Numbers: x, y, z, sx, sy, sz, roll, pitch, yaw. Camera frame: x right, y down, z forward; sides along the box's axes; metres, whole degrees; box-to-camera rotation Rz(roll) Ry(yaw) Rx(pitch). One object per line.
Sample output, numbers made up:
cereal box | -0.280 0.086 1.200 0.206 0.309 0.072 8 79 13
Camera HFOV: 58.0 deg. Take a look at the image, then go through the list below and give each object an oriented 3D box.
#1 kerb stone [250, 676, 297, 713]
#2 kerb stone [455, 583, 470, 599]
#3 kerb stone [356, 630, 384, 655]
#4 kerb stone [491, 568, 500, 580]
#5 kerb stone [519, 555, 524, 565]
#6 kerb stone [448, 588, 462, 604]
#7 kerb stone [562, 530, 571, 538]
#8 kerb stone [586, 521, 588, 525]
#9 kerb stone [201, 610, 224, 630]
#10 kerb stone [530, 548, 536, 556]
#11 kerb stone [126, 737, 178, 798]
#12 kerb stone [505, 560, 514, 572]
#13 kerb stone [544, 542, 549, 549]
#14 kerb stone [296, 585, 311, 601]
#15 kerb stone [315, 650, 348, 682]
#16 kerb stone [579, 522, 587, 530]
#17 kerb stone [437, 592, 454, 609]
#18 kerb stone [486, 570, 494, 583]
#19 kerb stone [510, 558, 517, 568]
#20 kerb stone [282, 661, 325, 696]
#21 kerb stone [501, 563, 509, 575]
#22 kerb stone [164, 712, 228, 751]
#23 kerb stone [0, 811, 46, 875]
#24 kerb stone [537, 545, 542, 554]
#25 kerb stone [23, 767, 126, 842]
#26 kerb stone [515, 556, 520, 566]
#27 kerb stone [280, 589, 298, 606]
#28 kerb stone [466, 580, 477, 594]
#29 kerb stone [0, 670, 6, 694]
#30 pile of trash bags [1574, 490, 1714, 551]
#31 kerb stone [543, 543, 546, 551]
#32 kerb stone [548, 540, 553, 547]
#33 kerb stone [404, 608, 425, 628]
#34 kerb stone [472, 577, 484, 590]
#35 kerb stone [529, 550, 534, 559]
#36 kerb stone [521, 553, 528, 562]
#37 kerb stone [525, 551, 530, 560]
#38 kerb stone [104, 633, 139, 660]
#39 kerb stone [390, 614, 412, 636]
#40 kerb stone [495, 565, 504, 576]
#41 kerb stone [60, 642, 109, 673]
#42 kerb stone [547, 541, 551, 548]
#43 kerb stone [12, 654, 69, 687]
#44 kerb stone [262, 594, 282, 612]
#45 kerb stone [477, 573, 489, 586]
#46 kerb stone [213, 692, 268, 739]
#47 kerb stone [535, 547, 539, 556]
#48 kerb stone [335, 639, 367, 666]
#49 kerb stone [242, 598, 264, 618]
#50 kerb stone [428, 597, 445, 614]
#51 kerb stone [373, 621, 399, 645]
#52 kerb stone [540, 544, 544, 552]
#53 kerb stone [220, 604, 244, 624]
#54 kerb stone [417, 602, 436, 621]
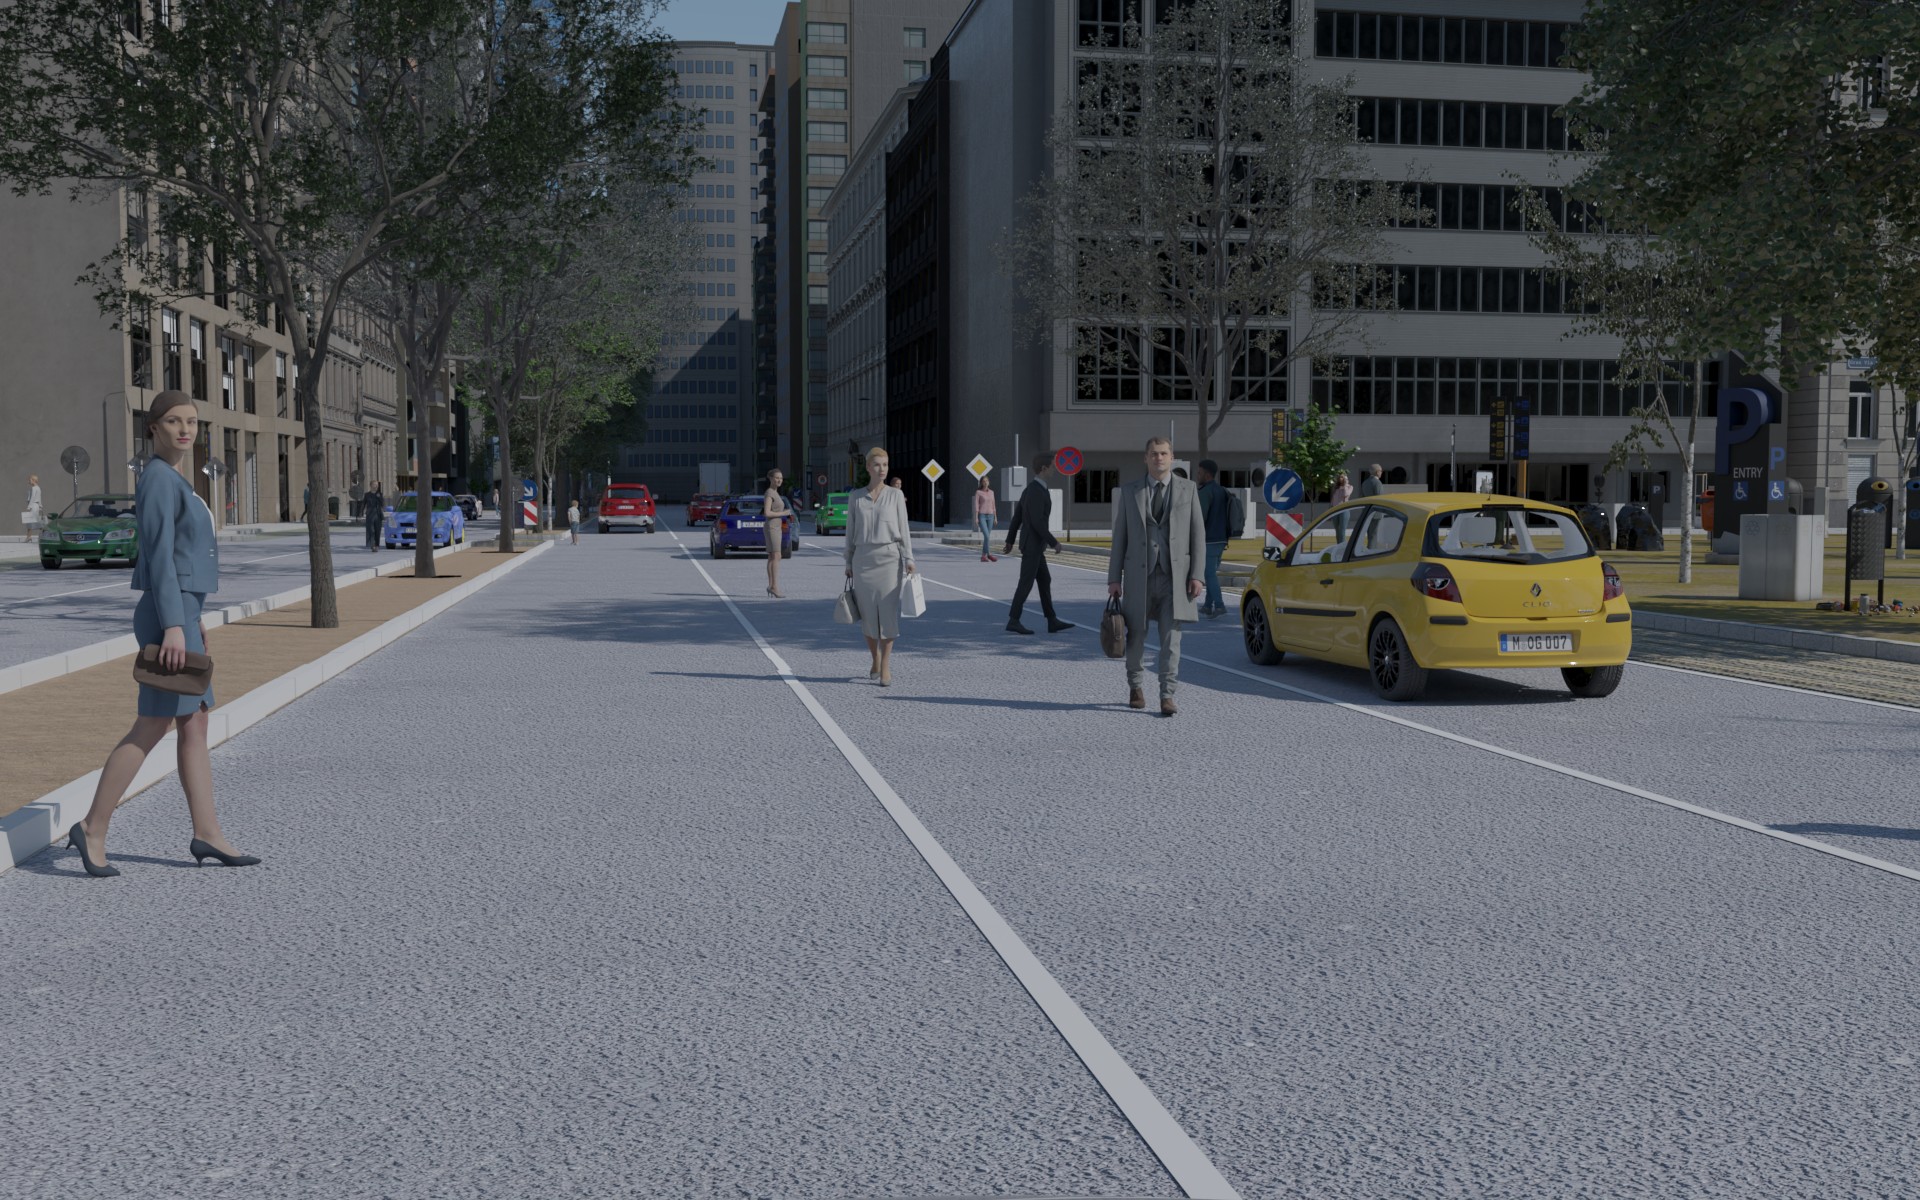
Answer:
kerb stone | -4.613 0.650 11.589 0.120 0.150 1.000 -1 4 -10
kerb stone | -6.848 -0.091 23.679 0.120 0.150 1.000 -1 4 -10
kerb stone | -5.356 0.407 15.623 0.120 0.150 1.000 -1 4 -10
kerb stone | -7.768 -0.393 28.714 0.120 0.150 1.000 -1 4 -10
kerb stone | -8.893 -0.769 34.766 0.120 0.150 1.000 -1 4 -10
kerb stone | -6.662 -0.027 22.674 0.120 0.150 1.000 -1 4 -10
kerb stone | -13.272 -2.215 58.487 0.120 0.150 1.000 -1 4 -10
kerb stone | -16.445 -3.267 75.631 0.120 0.150 1.000 -1 4 -10
kerb stone | -7.976 0.246 18.266 0.120 0.150 1.000 -1 4 -10
kerb stone | -9.640 -1.010 38.798 0.120 0.150 1.000 -1 4 -10
kerb stone | -4.050 0.838 8.572 0.120 0.150 1.000 -1 4 -10
kerb stone | -8.329 -0.584 31.741 0.120 0.150 1.000 -1 4 -10
kerb stone | -10.571 -1.324 43.849 0.120 0.150 1.000 -1 4 -10
kerb stone | -8.907 -0.063 23.306 0.120 0.150 1.000 -1 4 -10
kerb stone | -4.976 0.535 13.611 0.120 0.150 1.000 -1 4 -10
kerb stone | -16.256 -3.204 74.616 0.120 0.150 1.000 -1 4 -10
kerb stone | -6.478 0.033 21.662 0.120 0.150 1.000 -1 4 -10
kerb stone | -7.594 -0.337 27.702 0.120 0.150 1.000 -1 4 -10
kerb stone | -8.527 -0.645 32.744 0.120 0.150 1.000 -1 4 -10
kerb stone | -4.798 0.588 12.604 0.120 0.150 1.000 -1 4 -10
kerb stone | -8.148 -0.520 30.736 0.120 0.150 1.000 -1 4 -10
kerb stone | -4.241 0.772 9.576 0.120 0.150 1.000 -1 4 -10
kerb stone | -3.677 0.956 6.562 0.120 0.150 1.000 -1 4 -10
kerb stone | -10.005 -1.136 40.809 0.120 0.150 1.000 -1 4 -10
kerb stone | -3.868 0.895 7.566 0.120 0.150 1.000 -1 4 -10
kerb stone | -8.716 -0.707 33.760 0.120 0.150 1.000 -1 4 -10
kerb stone | -8.718 0.000 22.295 0.120 0.150 1.000 -1 4 -10
kerb stone | -7.028 -0.152 24.687 0.120 0.150 1.000 -1 4 -10
kerb stone | -6.862 0.612 12.207 0.120 0.150 1.000 -1 4 -10
pile of trash bags | 15.605 -1.816 39.444 3.447 1.369 1.912 1 4 22
kerb stone | -10.382 -1.263 42.842 0.120 0.150 1.000 -1 4 -10
kerb stone | -10.945 -1.448 45.876 0.120 0.150 1.000 -1 4 -10
kerb stone | -5.915 0.217 18.640 0.120 0.150 1.000 -1 4 -10
kerb stone | -7.212 -0.212 25.692 0.120 0.150 1.000 -1 4 -10
kerb stone | -9.452 -0.954 37.789 0.120 0.150 1.000 -1 4 -10
kerb stone | -9.080 -0.824 35.771 0.120 0.150 1.000 -1 4 -10
kerb stone | -9.272 -0.887 36.775 0.120 0.150 1.000 -1 4 -10
kerb stone | -7.419 0.425 15.244 0.120 0.150 1.000 -1 4 -10
kerb stone | -5.735 0.279 17.634 0.120 0.150 1.000 -1 4 -10
kerb stone | -7.964 -0.460 29.721 0.120 0.150 1.000 -1 4 -10
kerb stone | -7.233 0.487 14.237 0.120 0.150 1.000 -1 4 -10
kerb stone | -10.754 -1.383 44.854 0.120 0.150 1.000 -1 4 -10
kerb stone | -7.051 0.549 13.216 0.120 0.150 1.000 -1 4 -10
kerb stone | -8.531 0.057 21.290 0.120 0.150 1.000 -1 4 -10
kerb stone | -7.402 -0.275 26.699 0.120 0.150 1.000 -1 4 -10
kerb stone | -4.415 0.710 10.587 0.120 0.150 1.000 -1 4 -10
kerb stone | -9.826 -1.077 39.803 0.120 0.150 1.000 -1 4 -10
kerb stone | -5.170 0.470 14.614 0.120 0.150 1.000 -1 4 -10
kerb stone | -8.350 0.117 20.275 0.120 0.150 1.000 -1 4 -10
kerb stone | -6.288 0.094 20.656 0.120 0.150 1.000 -1 4 -10
kerb stone | -5.539 0.341 16.628 0.120 0.150 1.000 -1 4 -10
kerb stone | -10.191 -1.201 41.827 0.120 0.150 1.000 -1 4 -10
kerb stone | -8.169 0.179 19.270 0.120 0.150 1.000 -1 4 -10
kerb stone | -6.094 0.156 19.652 0.120 0.150 1.000 -1 4 -10
